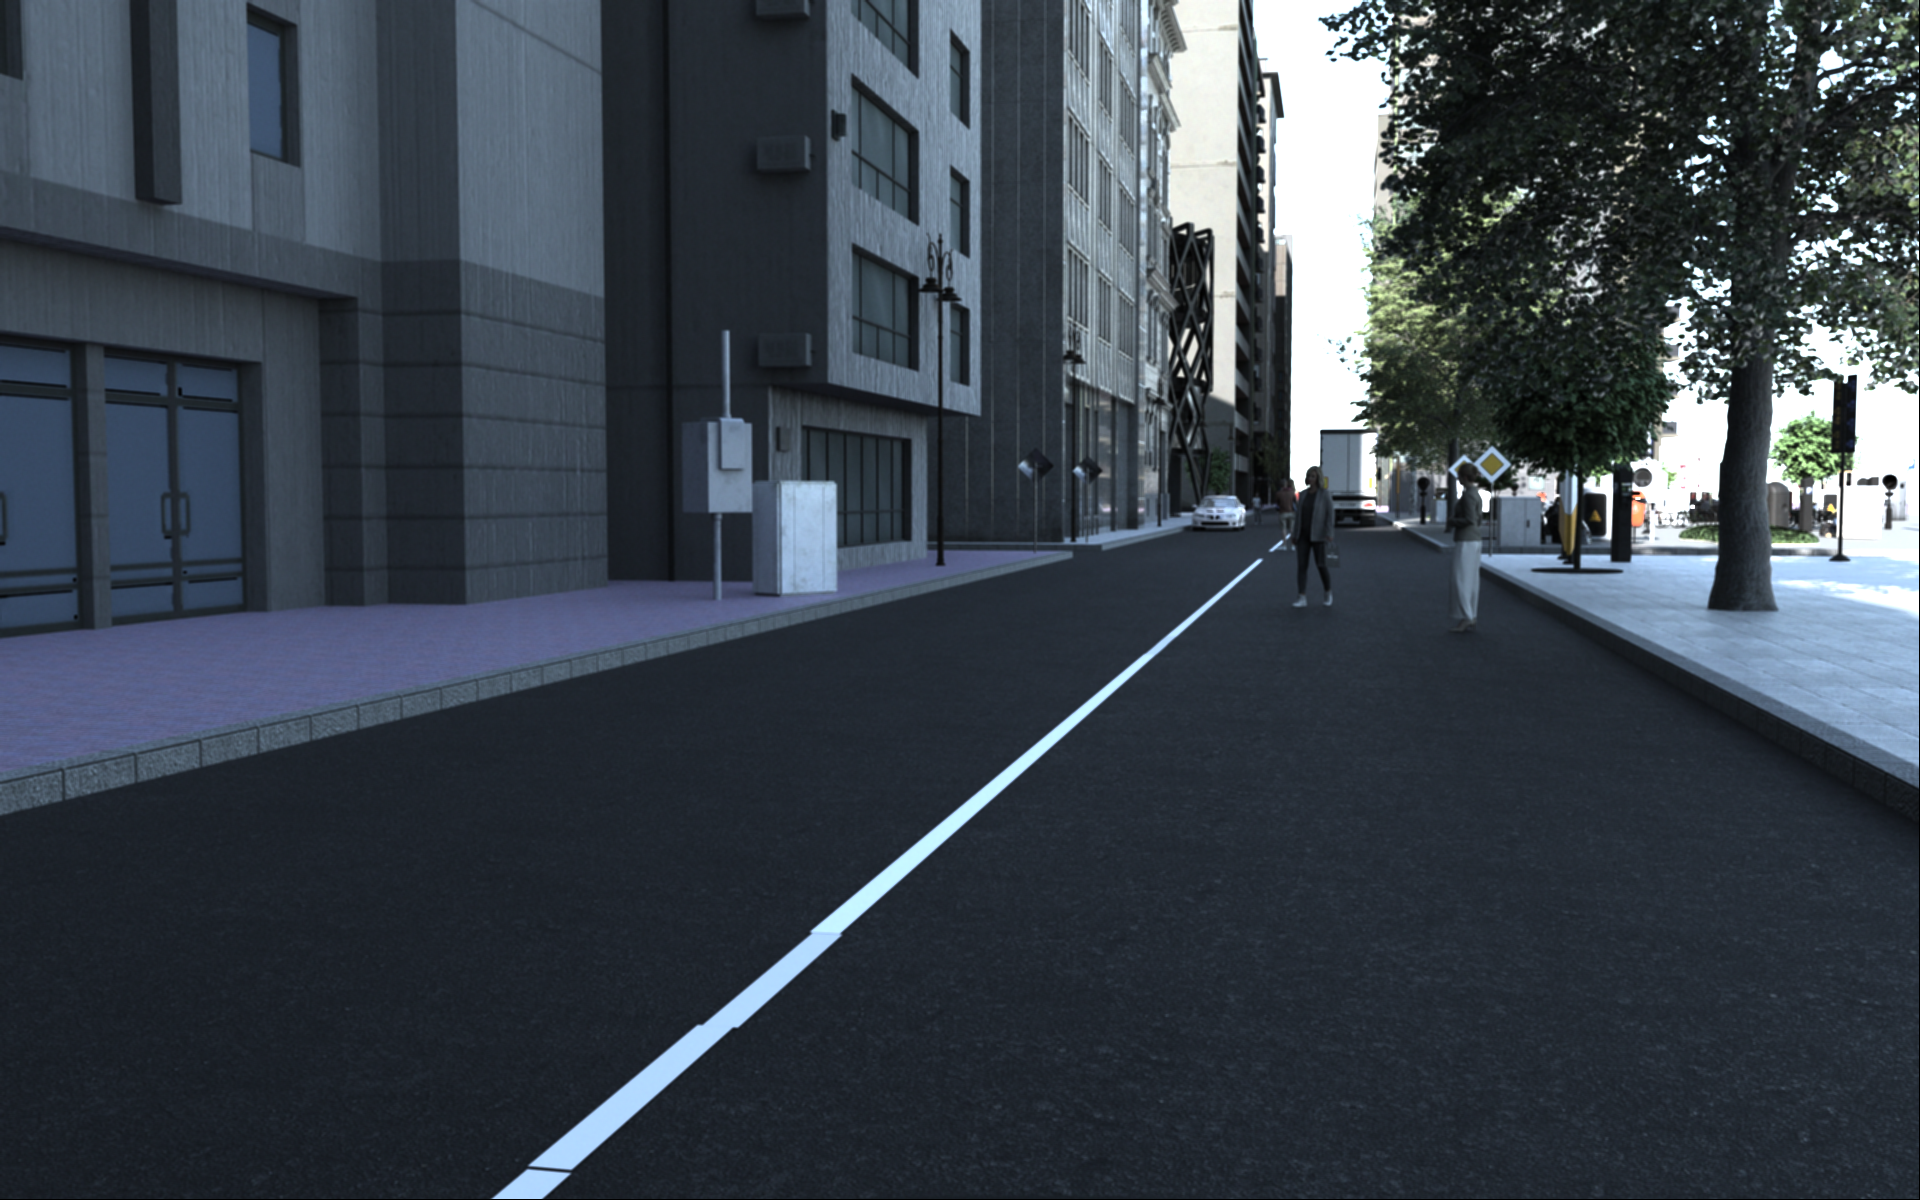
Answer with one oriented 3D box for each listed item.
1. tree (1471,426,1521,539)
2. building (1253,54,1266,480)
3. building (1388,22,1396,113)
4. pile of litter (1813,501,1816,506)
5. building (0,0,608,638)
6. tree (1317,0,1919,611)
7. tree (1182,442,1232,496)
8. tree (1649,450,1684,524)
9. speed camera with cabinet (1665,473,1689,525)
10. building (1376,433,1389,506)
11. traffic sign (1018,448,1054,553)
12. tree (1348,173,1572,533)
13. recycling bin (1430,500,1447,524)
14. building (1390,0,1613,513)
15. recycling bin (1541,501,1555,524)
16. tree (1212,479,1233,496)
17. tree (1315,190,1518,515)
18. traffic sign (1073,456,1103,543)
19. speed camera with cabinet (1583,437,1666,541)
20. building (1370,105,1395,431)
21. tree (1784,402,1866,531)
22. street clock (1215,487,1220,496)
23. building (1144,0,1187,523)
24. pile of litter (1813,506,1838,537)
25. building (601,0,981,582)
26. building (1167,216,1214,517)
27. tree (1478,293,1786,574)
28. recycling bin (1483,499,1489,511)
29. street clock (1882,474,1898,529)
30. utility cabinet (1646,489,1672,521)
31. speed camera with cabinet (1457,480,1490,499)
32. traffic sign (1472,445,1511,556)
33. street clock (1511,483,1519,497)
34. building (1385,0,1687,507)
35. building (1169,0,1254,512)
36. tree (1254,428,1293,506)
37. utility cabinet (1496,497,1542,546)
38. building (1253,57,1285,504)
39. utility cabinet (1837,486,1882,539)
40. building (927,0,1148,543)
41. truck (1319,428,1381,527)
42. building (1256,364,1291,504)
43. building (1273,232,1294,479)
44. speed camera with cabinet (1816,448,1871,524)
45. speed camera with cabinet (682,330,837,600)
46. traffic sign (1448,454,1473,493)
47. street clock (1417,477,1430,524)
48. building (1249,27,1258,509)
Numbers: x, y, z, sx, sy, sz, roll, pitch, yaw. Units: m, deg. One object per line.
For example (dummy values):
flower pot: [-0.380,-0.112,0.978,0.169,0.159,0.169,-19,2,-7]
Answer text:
tree: [15.112,-3.350,49.371,1.663,3.219,1.824,0,3,0]
building: [18.581,-31.606,171.380,22.147,44.769,28.867,1,4,12]
building: [72.073,-50.179,258.675,20.563,71.187,20.611,1,4,12]
pile of litter: [53.336,-5.718,107.450,1.719,0.858,1.176,-2,4,-27]
building: [-18.098,-28.670,10.755,21.231,58.520,28.212,1,4,12]
tree: [8.813,-6.866,18.914,9.857,13.997,8.962,0,3,0]
tree: [15.384,-7.557,107.266,4.285,4.588,4.351,0,3,0]
tree: [30.650,-4.972,75.893,1.663,3.219,1.824,0,3,0]
speed camera with cabinet: [29.664,-4.787,72.599,2.038,3.252,0.660,-2,4,-28]
building: [53.181,-52.543,171.752,22.319,86.520,31.000,1,4,12]
traffic sign: [1.638,-2.078,37.617,0.795,2.450,0.064,1,4,12]
tree: [16.792,-8.506,57.203,7.486,12.596,7.792,0,3,0]
recycling bin: [20.929,-3.843,75.385,0.722,1.027,0.722,0,4,-6]
building: [38.100,-26.910,123.577,14.154,41.232,14.086,1,4,12]
recycling bin: [21.091,-3.068,62.722,0.722,1.027,0.722,-3,5,-44]
tree: [17.777,-7.549,118.022,1.663,3.219,1.824,0,3,0]
tree: [28.013,-15.216,104.677,12.611,20.169,13.585,0,3,0]
traffic sign: [3.338,-2.555,45.420,0.795,2.450,0.064,1,4,12]
speed camera with cabinet: [18.074,-3.248,47.433,2.038,3.252,0.660,3,4,38]
building: [60.668,-35.773,208.598,21.300,48.544,21.600,1,4,12]
tree: [29.956,-4.735,61.131,4.285,4.588,4.351,0,3,0]
street clock: [16.563,-6.534,111.402,0.358,2.002,0.471,1,4,13]
building: [2.147,-17.722,77.140,14.401,28.519,23.554,1,4,12]
pile of litter: [26.649,-2.331,52.085,1.719,0.858,1.176,0,4,4]
building: [-7.167,-15.939,32.300,14.107,30.474,14.160,1,4,12]
building: [5.648,-14.058,97.294,16.820,18.784,16.811,1,4,12]
tree: [10.130,-2.738,28.479,4.285,4.588,4.351,0,3,0]
recycling bin: [27.086,-4.661,88.757,0.722,1.027,0.722,0,4,3]
street clock: [33.771,-3.571,62.954,0.471,2.002,0.358,1,4,12]
utility cabinet: [33.126,-4.489,82.080,0.318,1.500,1.173,-2,4,-32]
speed camera with cabinet: [27.464,-6.014,92.662,2.038,3.252,0.660,1,4,16]
traffic sign: [10.911,-1.954,35.583,0.795,2.450,0.064,1,4,12]
street clock: [36.516,-6.700,114.111,0.471,2.002,0.358,0,4,0]
building: [46.985,-29.919,143.795,22.147,44.769,28.867,1,4,12]
building: [10.858,-31.055,131.446,21.300,48.544,21.600,1,4,12]
tree: [34.933,-14.894,193.879,4.737,8.622,4.395,0,3,0]
utility cabinet: [13.806,-1.934,42.787,1.020,1.237,0.306,0,4,0]
building: [25.481,-38.380,216.752,28.713,52.752,27.495,1,4,12]
utility cabinet: [25.756,-2.504,49.619,0.318,1.500,1.173,-2,4,-26]
building: [-1.074,-14.535,55.666,12.078,24.808,19.932,1,4,12]
truck: [17.881,-5.536,79.431,2.839,4.237,11.283,1,4,13]
building: [32.604,-24.554,246.503,27.650,21.520,28.899,1,4,12]
building: [43.629,-35.591,265.502,14.154,41.232,14.086,1,4,12]
speed camera with cabinet: [38.290,-4.936,75.039,2.038,3.252,0.660,1,4,13]
speed camera with cabinet: [-2.487,-1.672,21.670,2.038,3.252,0.660,-3,5,-45]
traffic sign: [12.611,-2.431,43.386,0.795,2.450,0.064,1,4,12]
street clock: [19.640,-4.212,73.431,0.471,2.002,0.358,0,4,4]
building: [17.922,-28.444,148.656,14.154,41.232,14.086,1,4,12]
